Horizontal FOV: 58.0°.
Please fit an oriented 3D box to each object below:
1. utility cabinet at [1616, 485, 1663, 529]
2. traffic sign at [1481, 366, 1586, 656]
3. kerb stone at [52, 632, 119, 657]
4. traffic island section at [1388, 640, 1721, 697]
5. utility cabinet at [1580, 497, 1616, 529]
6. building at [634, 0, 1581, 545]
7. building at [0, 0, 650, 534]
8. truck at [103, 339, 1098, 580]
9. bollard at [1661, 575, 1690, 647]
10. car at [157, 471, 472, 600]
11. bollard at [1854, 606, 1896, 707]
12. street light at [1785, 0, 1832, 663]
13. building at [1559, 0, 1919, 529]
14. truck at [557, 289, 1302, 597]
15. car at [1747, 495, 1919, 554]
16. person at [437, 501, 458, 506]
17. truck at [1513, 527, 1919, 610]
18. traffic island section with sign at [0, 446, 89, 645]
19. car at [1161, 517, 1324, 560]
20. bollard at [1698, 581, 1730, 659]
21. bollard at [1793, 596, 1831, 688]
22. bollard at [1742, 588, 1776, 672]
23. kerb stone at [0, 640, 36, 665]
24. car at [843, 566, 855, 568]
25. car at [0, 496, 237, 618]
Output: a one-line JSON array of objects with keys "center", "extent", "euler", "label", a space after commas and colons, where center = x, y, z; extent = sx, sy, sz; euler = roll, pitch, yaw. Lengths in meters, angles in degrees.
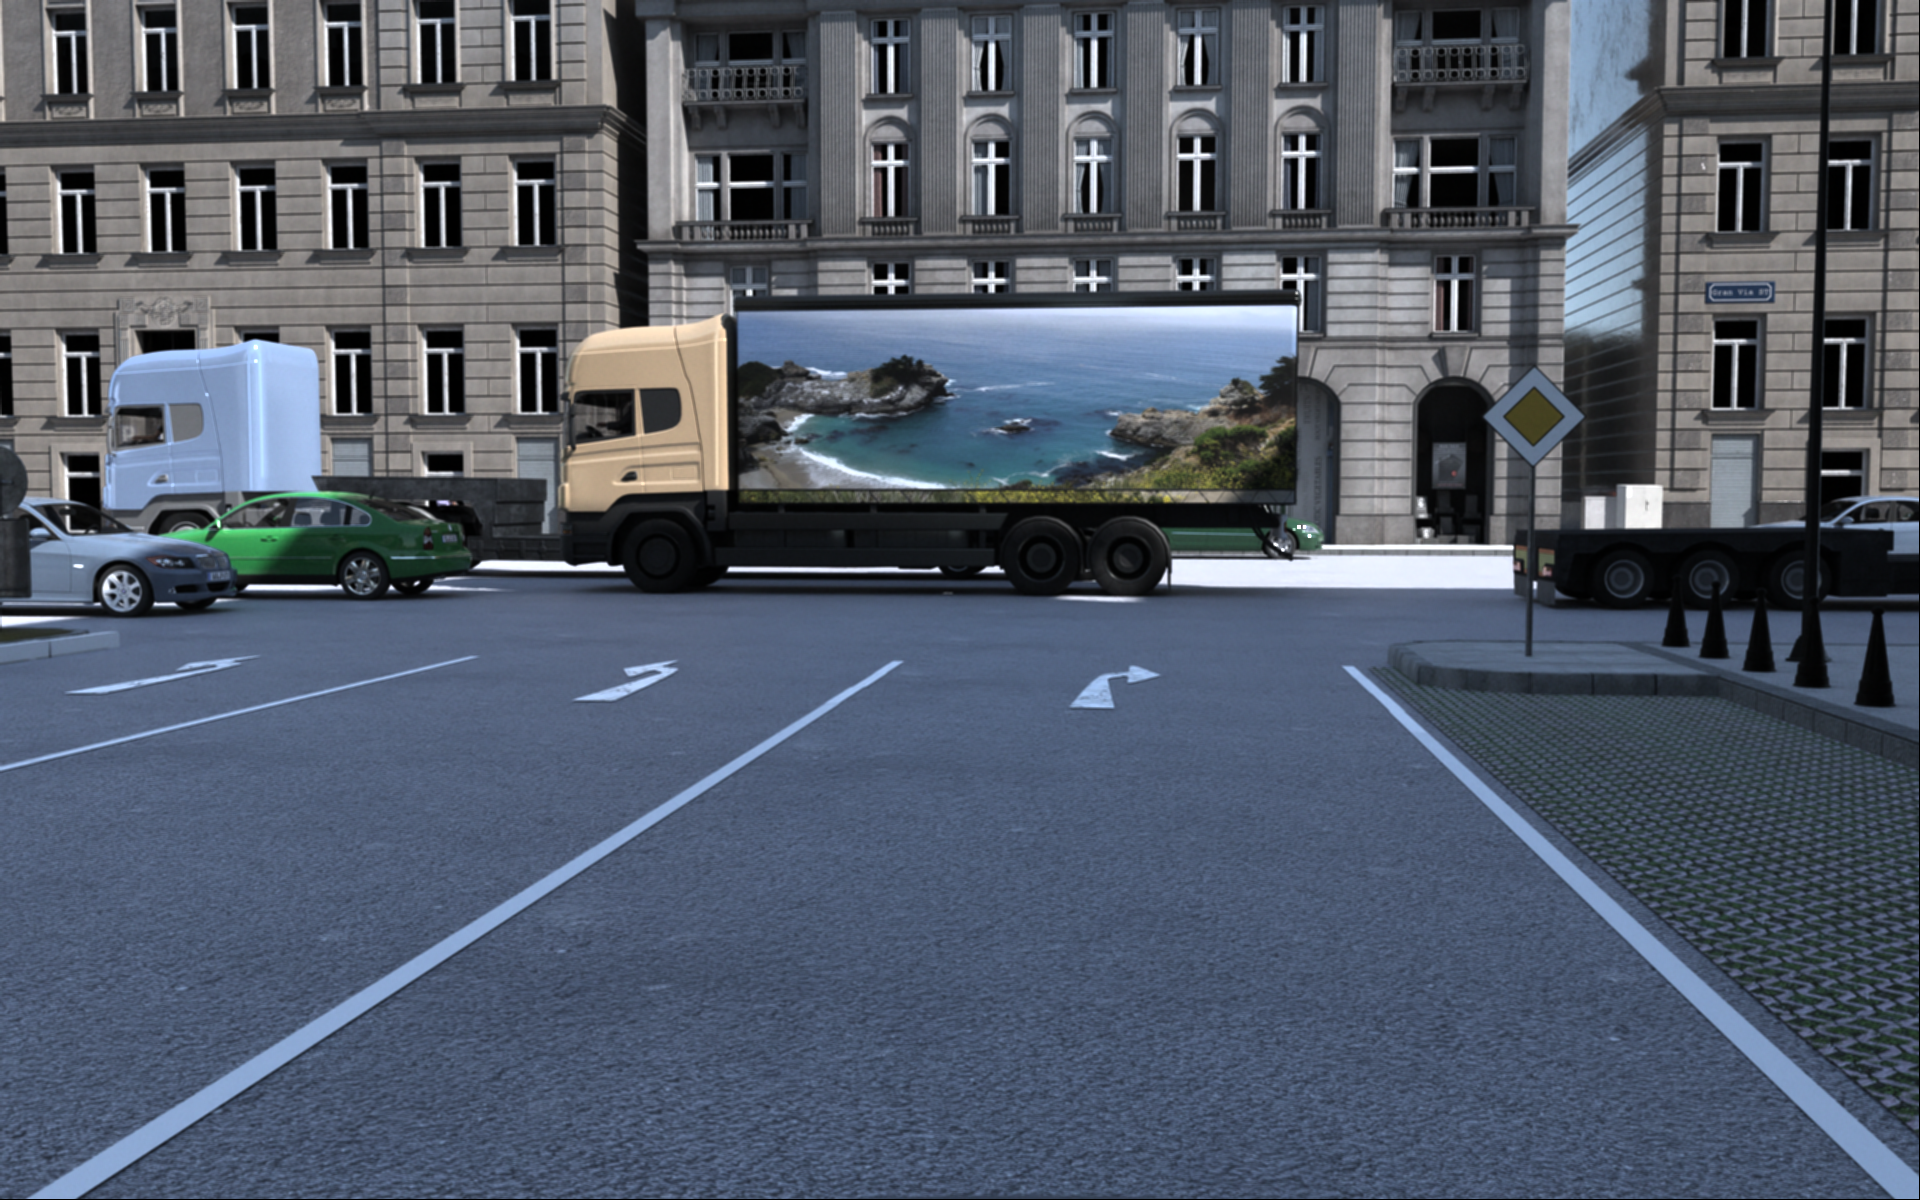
[{"center": [15.976, -1.960, 40.722], "extent": [1.173, 1.500, 0.318], "euler": [-2, 4, -25], "label": "utility cabinet"}, {"center": [4.497, -0.612, 13.644], "extent": [0.795, 2.450, 0.064], "euler": [0, 4, 7], "label": "traffic sign"}, {"center": [-7.985, 0.402, 15.717], "extent": [0.120, 0.150, 1.000], "euler": [0, 4, 7], "label": "kerb stone"}, {"center": [4.522, 0.524, 13.719], "extent": [2.009, 0.180, 2.903], "euler": [0, 4, 7], "label": "traffic island section"}, {"center": [16.307, -2.006, 43.960], "extent": [1.020, 1.237, 0.306], "euler": [0, 4, 2], "label": "utility cabinet"}, {"center": [4.034, -12.689, 49.261], "extent": [24.055, 21.916, 13.314], "euler": [0, 4, 7], "label": "building"}, {"center": [-20.478, -15.526, 51.112], "extent": [25.104, 27.353, 12.463], "euler": [0, 4, 7], "label": "building"}, {"center": [-6.320, -2.492, 30.500], "extent": [18.799, 4.110, 2.967], "euler": [0, 4, 6], "label": "truck"}, {"center": [6.042, 0.088, 14.599], "extent": [0.229, 0.601, 0.229], "euler": [0, 3, 0], "label": "bollard"}, {"center": [-9.299, -0.944, 24.235], "extent": [4.718, 1.807, 1.959], "euler": [0, 4, 5], "label": "car"}, {"center": [5.562, 0.338, 10.510], "extent": [0.229, 0.601, 0.229], "euler": [0, 3, 0], "label": "bollard"}, {"center": [5.990, -2.487, 13.210], "extent": [1.470, 5.913, 1.316], "euler": [0, 4, 7], "label": "street light"}, {"center": [29.885, -15.237, 46.382], "extent": [25.104, 27.353, 12.463], "euler": [0, 4, 7], "label": "building"}, {"center": [-0.816, -2.238, 25.508], "extent": [11.283, 4.237, 2.839], "euler": [0, 4, 6], "label": "truck"}, {"center": [15.917, -1.144, 30.712], "extent": [4.499, 1.417, 2.014], "euler": [0, 4, 5], "label": "car"}, {"center": [-12.137, -2.011, 41.250], "extent": [0.599, 1.838, 0.709], "euler": [1, 4, 22], "label": "person"}, {"center": [16.795, -1.944, 21.544], "extent": [18.799, 4.110, 2.967], "euler": [0, 4, 6], "label": "truck"}, {"center": [-9.057, -0.453, 15.547], "extent": [2.006, 1.907, 1.989], "euler": [0, 4, 7], "label": "traffic island section with sign"}, {"center": [5.661, -1.652, 38.804], "extent": [4.920, 1.459, 2.131], "euler": [0, 4, 6], "label": "car"}, {"center": [5.922, 0.151, 13.579], "extent": [0.229, 0.601, 0.229], "euler": [0, 3, 0], "label": "bollard"}, {"center": [5.684, 0.275, 11.540], "extent": [0.229, 0.601, 0.229], "euler": [0, 3, 0], "label": "bollard"}, {"center": [5.803, 0.213, 12.560], "extent": [0.229, 0.601, 0.229], "euler": [0, 3, 0], "label": "bollard"}, {"center": [-8.107, 0.459, 14.698], "extent": [0.120, 0.150, 1.000], "euler": [0, 4, 7], "label": "kerb stone"}, {"center": [-3.243, -1.514, 34.546], "extent": [4.222, 1.686, 2.009], "euler": [0, 4, 7], "label": "car"}, {"center": [-11.116, -0.550, 20.991], "extent": [4.499, 1.417, 2.014], "euler": [0, 4, 5], "label": "car"}]
